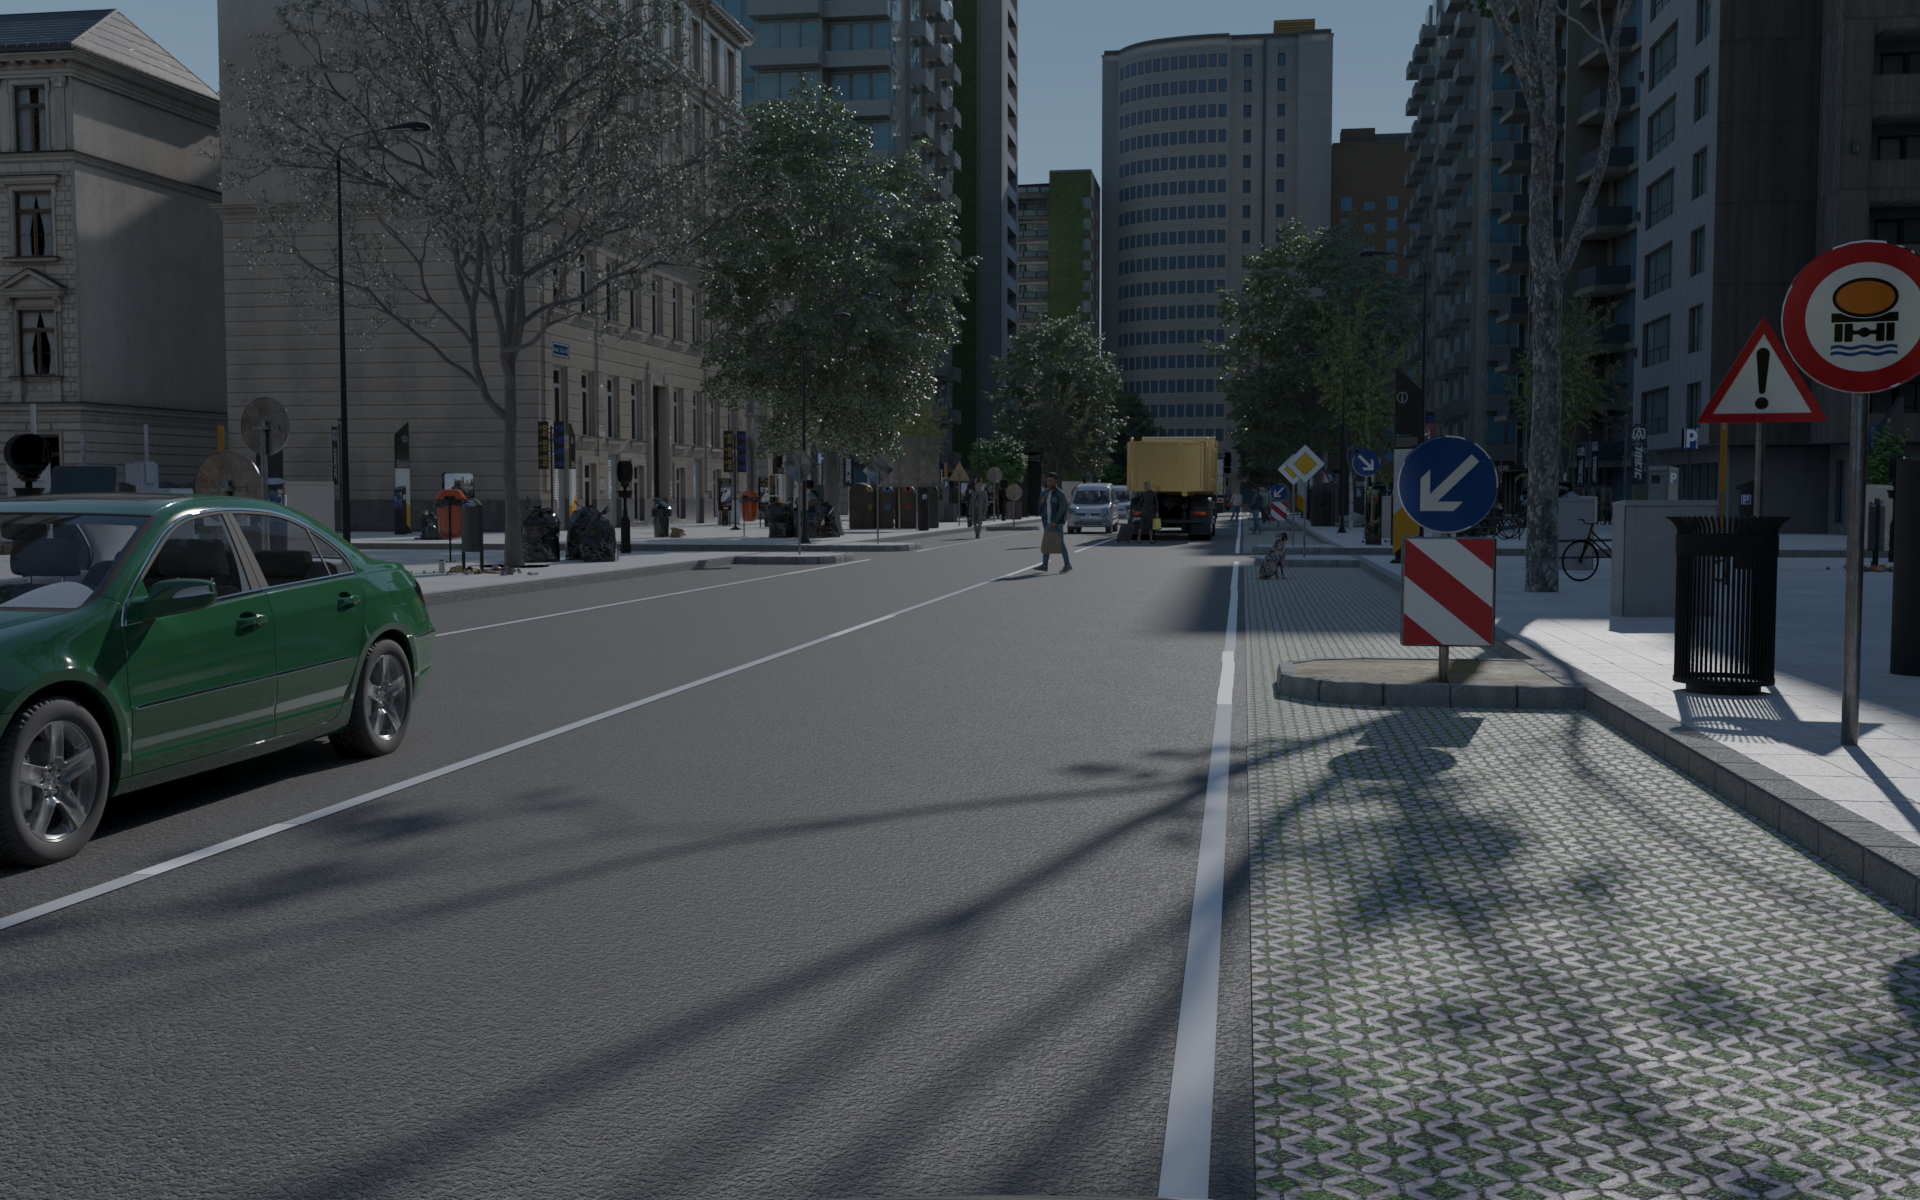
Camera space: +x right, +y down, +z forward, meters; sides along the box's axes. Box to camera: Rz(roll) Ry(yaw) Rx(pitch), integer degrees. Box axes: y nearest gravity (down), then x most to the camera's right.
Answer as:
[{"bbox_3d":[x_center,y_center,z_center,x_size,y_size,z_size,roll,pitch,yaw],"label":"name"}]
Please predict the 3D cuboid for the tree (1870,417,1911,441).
[{"bbox_3d":[23.448,-2.997,43.608,1.663,3.219,1.824,0,3,0],"label":"tree"}]

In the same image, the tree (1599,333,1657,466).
[{"bbox_3d":[30.822,-7.755,77.163,4.360,8.622,3.978,0,3,0],"label":"tree"}]

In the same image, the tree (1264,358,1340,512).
[{"bbox_3d":[24.831,-12.265,126.293,9.928,11.665,9.643,0,3,0],"label":"tree"}]

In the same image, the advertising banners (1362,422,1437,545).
[{"bbox_3d":[10.925,-2.869,43.088,0.090,3.025,2.074,-3,5,-43],"label":"advertising banners"}]

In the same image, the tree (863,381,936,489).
[{"bbox_3d":[-4.263,-8.191,84.278,4.360,8.622,3.978,0,3,0],"label":"tree"}]

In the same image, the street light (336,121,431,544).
[{"bbox_3d":[-7.266,-3.012,21.795,1.470,5.913,1.316,1,4,9],"label":"street light"}]

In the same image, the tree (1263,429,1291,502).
[{"bbox_3d":[30.338,-13.096,164.480,4.360,8.622,3.978,0,3,0],"label":"tree"}]

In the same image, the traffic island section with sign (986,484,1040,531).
[{"bbox_3d":[2.153,-3.683,68.843,1.989,1.847,2.006,1,4,9],"label":"traffic island section with sign"}]

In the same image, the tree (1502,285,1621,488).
[{"bbox_3d":[21.496,-6.807,61.650,4.737,8.622,4.395,0,3,0],"label":"tree"}]

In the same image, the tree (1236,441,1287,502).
[{"bbox_3d":[34.893,-16.744,190.766,9.611,12.733,9.660,0,3,0],"label":"tree"}]

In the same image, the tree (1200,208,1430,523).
[{"bbox_3d":[15.910,-10.432,77.226,9.857,13.997,8.962,0,3,0],"label":"tree"}]

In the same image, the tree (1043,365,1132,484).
[{"bbox_3d":[9.863,-12.829,135.502,9.928,11.665,9.643,0,3,0],"label":"tree"}]

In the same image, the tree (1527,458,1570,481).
[{"bbox_3d":[25.431,-4.924,75.110,1.663,3.219,1.824,0,3,0],"label":"tree"}]

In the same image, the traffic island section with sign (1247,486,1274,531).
[{"bbox_3d":[12.247,-3.585,67.236,1.989,1.847,2.006,1,4,9],"label":"traffic island section with sign"}]

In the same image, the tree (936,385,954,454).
[{"bbox_3d":[-2.498,-9.697,108.907,4.360,8.622,3.978,0,3,0],"label":"tree"}]

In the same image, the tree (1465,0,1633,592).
[{"bbox_3d":[6.316,-10.135,21.594,12.611,20.169,13.585,0,3,0],"label":"tree"}]

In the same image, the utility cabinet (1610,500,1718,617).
[{"bbox_3d":[7.390,-0.431,18.203,1.020,1.237,0.306,0,4,-6],"label":"utility cabinet"}]

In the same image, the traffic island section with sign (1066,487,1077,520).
[{"bbox_3d":[6.491,-5.310,95.448,1.989,1.847,2.006,1,4,9],"label":"traffic island section with sign"}]

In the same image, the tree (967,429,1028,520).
[{"bbox_3d":[1.972,-6.336,87.304,4.285,4.588,4.351,0,3,0],"label":"tree"}]

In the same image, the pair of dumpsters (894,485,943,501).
[{"bbox_3d":[-1.875,-4.485,75.822,1.574,2.255,4.437,1,4,9],"label":"pair of dumpsters"}]

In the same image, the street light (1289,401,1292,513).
[{"bbox_3d":[16.857,-6.967,86.452,1.470,5.913,1.316,1,4,9],"label":"street light"}]

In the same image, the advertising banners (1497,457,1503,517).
[{"bbox_3d":[25.516,-5.254,82.091,0.090,3.025,2.074,0,4,8],"label":"advertising banners"}]

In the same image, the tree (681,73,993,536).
[{"bbox_3d":[-3.932,-8.957,53.107,9.857,13.997,8.962,0,3,0],"label":"tree"}]

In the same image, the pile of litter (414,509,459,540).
[{"bbox_3d":[-14.788,-2.138,48.916,1.176,0.858,1.719,-2,4,-25],"label":"pile of litter"}]

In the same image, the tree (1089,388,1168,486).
[{"bbox_3d":[18.324,-16.555,187.678,9.611,12.733,9.660,0,3,0],"label":"tree"}]

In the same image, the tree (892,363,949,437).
[{"bbox_3d":[-2.714,-8.725,93.016,4.737,8.622,4.395,0,3,0],"label":"tree"}]

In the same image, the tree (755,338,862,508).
[{"bbox_3d":[-7.253,-7.748,77.045,4.360,8.622,3.978,0,3,0],"label":"tree"}]

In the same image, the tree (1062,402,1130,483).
[{"bbox_3d":[11.655,-13.256,151.145,7.601,10.594,8.767,2,4,27],"label":"tree"}]

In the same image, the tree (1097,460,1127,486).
[{"bbox_3d":[14.324,-10.927,162.373,4.285,4.588,4.351,0,3,0],"label":"tree"}]

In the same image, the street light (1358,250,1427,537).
[{"bbox_3d":[8.274,-3.699,33.025,1.470,5.913,1.316,1,4,9],"label":"street light"}]

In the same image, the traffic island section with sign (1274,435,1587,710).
[{"bbox_3d":[3.312,-0.236,12.493,1.989,1.847,2.006,1,4,9],"label":"traffic island section with sign"}]

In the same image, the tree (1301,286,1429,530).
[{"bbox_3d":[14.094,-6.789,61.358,4.737,8.622,4.395,0,3,0],"label":"tree"}]

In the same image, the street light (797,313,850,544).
[{"bbox_3d":[-3.498,-4.407,44.589,1.470,5.913,1.316,1,4,9],"label":"street light"}]

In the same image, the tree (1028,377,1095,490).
[{"bbox_3d":[6.333,-9.761,109.948,4.360,8.622,3.978,0,3,0],"label":"tree"}]

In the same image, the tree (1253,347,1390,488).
[{"bbox_3d":[20.854,-10.212,101.374,8.767,10.594,7.601,1,4,13],"label":"tree"}]

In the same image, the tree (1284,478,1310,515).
[{"bbox_3d":[20.661,-6.848,106.568,1.663,3.219,1.824,0,3,0],"label":"tree"}]

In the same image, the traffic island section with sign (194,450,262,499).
[{"bbox_3d":[-6.638,-0.386,14.938,1.989,1.847,2.006,1,4,9],"label":"traffic island section with sign"}]

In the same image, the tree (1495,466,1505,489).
[{"bbox_3d":[30.067,-6.312,97.805,1.663,3.219,1.824,0,3,0],"label":"tree"}]

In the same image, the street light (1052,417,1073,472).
[{"bbox_3d":[6.102,-8.036,103.925,1.470,5.913,1.316,1,4,9],"label":"street light"}]

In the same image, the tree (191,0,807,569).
[{"bbox_3d":[-7.930,-7.304,29.792,12.009,13.543,11.850,0,3,0],"label":"tree"}]

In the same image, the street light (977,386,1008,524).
[{"bbox_3d":[1.355,-6.237,74.509,1.470,5.913,1.316,1,4,9],"label":"street light"}]

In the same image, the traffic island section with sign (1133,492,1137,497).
[{"bbox_3d":[14.575,-8.343,145.032,1.989,1.847,2.006,1,4,9],"label":"traffic island section with sign"}]

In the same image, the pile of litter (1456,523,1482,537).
[{"bbox_3d":[8.625,-0.993,30.194,1.176,0.858,1.719,1,4,16],"label":"pile of litter"}]

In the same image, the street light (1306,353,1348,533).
[{"bbox_3d":[12.080,-5.171,57.093,1.470,5.913,1.316,1,4,9],"label":"street light"}]

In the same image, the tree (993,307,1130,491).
[{"bbox_3d":[6.603,-12.891,117.416,9.857,13.997,8.962,0,3,0],"label":"tree"}]
